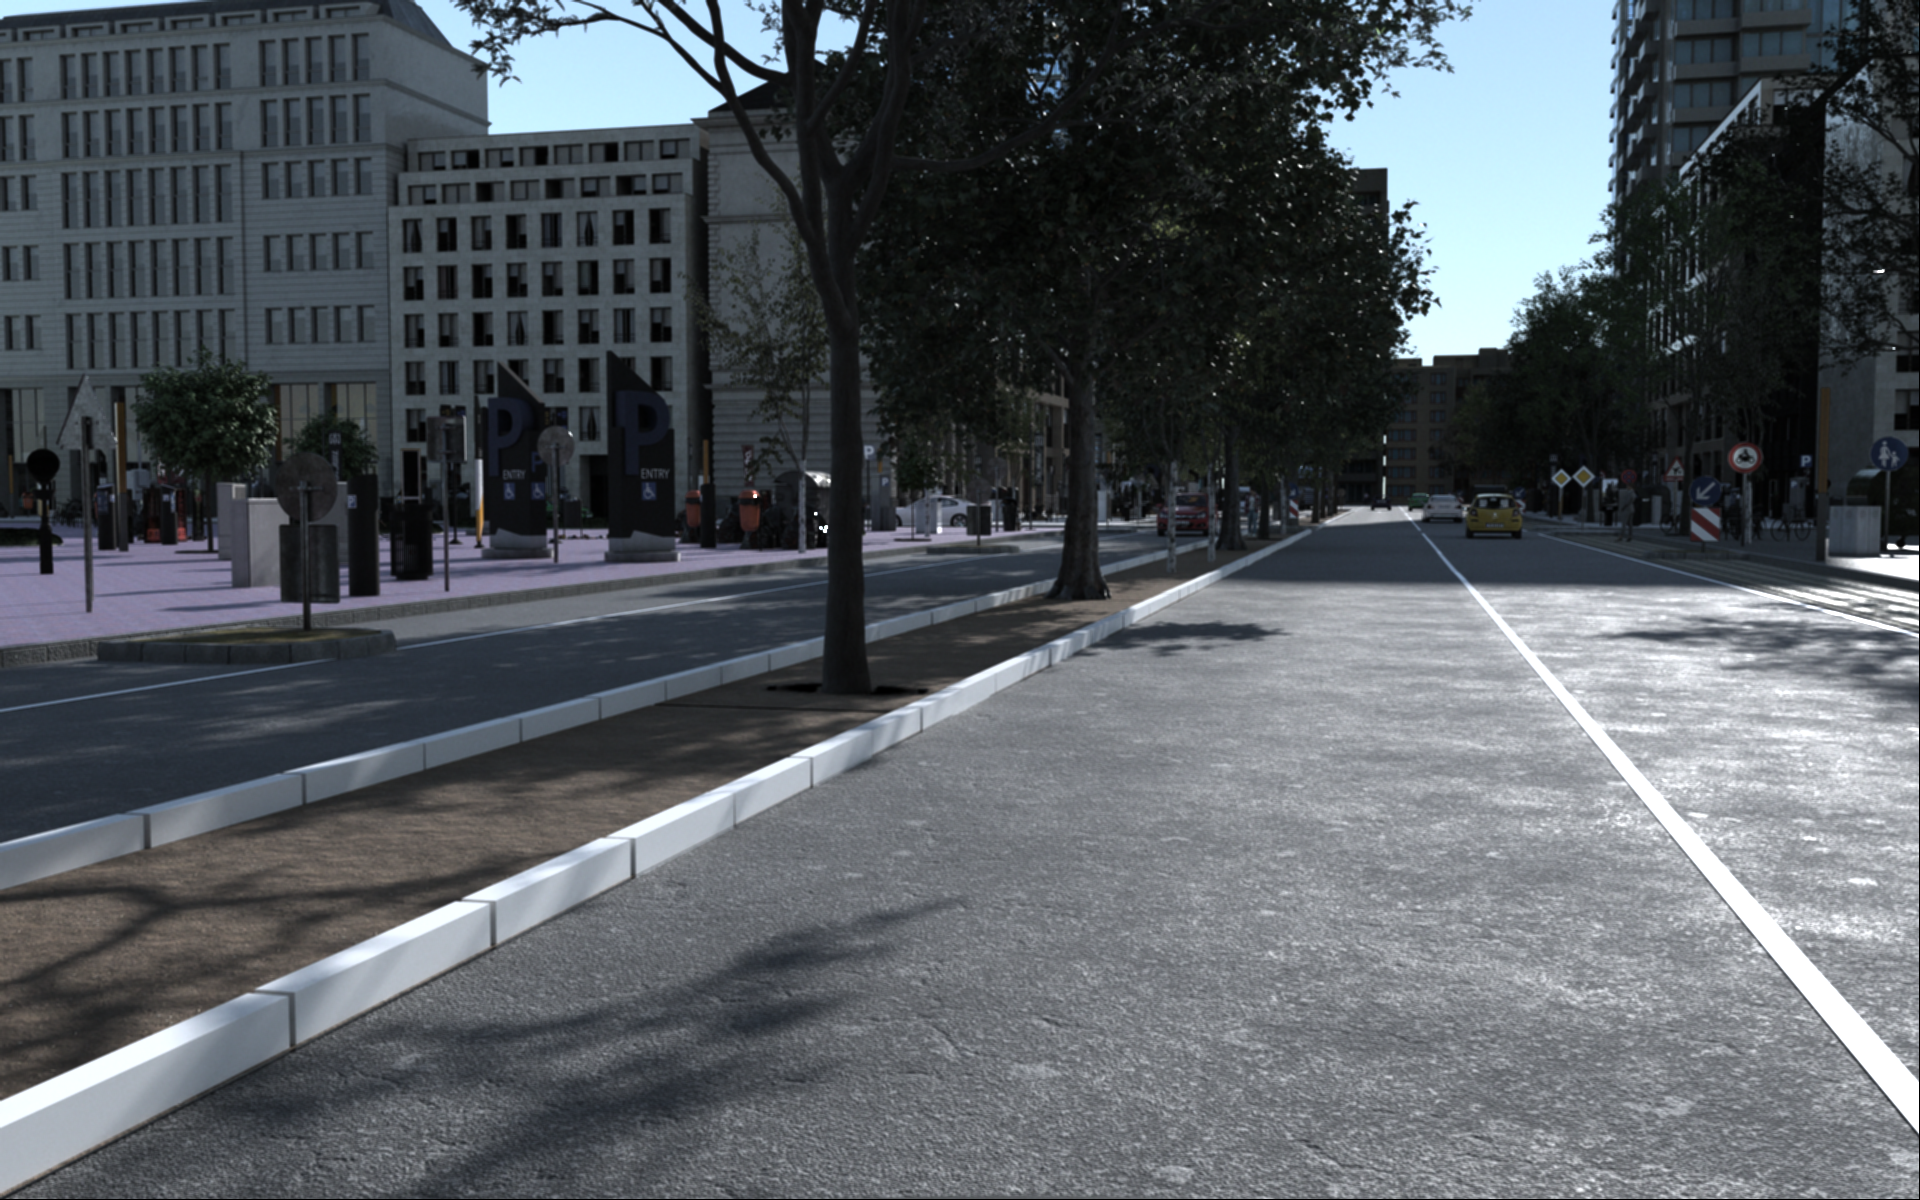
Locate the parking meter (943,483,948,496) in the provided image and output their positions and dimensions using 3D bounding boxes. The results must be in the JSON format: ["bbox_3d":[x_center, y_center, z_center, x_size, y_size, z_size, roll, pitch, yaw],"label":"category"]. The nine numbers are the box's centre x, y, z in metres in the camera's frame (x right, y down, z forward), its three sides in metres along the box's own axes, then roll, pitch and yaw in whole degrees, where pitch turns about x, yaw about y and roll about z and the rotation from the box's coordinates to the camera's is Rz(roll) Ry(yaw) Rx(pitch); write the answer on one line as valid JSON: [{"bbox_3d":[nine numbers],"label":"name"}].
[{"bbox_3d":[-0.857,-5.214,90.962,0.399,1.863,0.255,3,5,44],"label":"parking meter"}]

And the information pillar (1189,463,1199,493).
[{"bbox_3d":[17.688,-8.481,130.020,0.504,3.616,0.183,0,4,1],"label":"information pillar"}]

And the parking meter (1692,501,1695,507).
[{"bbox_3d":[36.569,-4.782,86.592,0.372,1.533,0.369,0,3,0],"label":"parking meter"}]

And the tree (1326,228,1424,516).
[{"bbox_3d":[22.633,-15.456,111.053,12.611,20.169,13.585,0,3,0],"label":"tree"}]

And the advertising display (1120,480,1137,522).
[{"bbox_3d":[7.809,-4.630,80.909,0.123,1.923,0.974,-2,4,-28],"label":"advertising display"}]

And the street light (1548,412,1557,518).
[{"bbox_3d":[32.107,-7.407,93.886,0.468,5.910,1.993,1,4,14],"label":"street light"}]

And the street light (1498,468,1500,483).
[{"bbox_3d":[43.554,-10.223,139.926,0.468,5.910,1.993,1,4,14],"label":"street light"}]

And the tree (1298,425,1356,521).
[{"bbox_3d":[19.088,-8.516,92.052,4.360,8.622,3.978,0,3,0],"label":"tree"}]

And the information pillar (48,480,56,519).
[{"bbox_3d":[-46.795,-5.182,89.221,0.304,2.012,0.304,0,4,-1],"label":"information pillar"}]

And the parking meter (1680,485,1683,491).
[{"bbox_3d":[45.252,-6.280,108.383,0.255,1.863,0.399,0,4,5],"label":"parking meter"}]

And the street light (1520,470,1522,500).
[{"bbox_3d":[37.952,-8.830,117.163,0.468,5.910,1.993,1,4,14],"label":"street light"}]

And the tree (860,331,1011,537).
[{"bbox_3d":[-0.961,-6.170,51.235,4.737,8.622,4.395,0,3,0],"label":"tree"}]

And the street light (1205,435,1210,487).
[{"bbox_3d":[16.824,-8.881,117.997,0.468,5.910,1.993,1,4,14],"label":"street light"}]

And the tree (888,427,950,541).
[{"bbox_3d":[-1.309,-3.222,47.277,1.663,3.219,1.824,0,3,0],"label":"tree"}]

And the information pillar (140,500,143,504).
[{"bbox_3d":[-34.041,-4.150,72.343,0.304,2.012,0.304,-3,4,-37],"label":"information pillar"}]

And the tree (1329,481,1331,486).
[{"bbox_3d":[11.411,-6.598,60.700,4.737,8.622,4.395,0,3,0],"label":"tree"}]

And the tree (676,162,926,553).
[{"bbox_3d":[-3.655,-5.332,37.534,4.360,8.622,3.978,0,3,0],"label":"tree"}]

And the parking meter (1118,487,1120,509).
[{"bbox_3d":[13.691,-8.703,148.000,0.255,1.863,0.399,3,4,37],"label":"parking meter"}]

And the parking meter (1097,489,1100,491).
[{"bbox_3d":[6.907,-4.674,84.828,0.372,1.533,0.369,0,3,0],"label":"parking meter"}]

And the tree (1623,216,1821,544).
[{"bbox_3d":[20.216,-5.769,44.684,4.360,8.622,3.978,0,3,0],"label":"tree"}]

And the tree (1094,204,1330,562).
[{"bbox_3d":[5.260,-5.077,35.827,4.737,8.622,4.395,0,3,0],"label":"tree"}]

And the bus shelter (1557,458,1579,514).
[{"bbox_3d":[39.056,-7.355,111.539,1.731,3.624,6.357,1,4,14],"label":"bus shelter"}]

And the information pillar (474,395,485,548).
[{"bbox_3d":[-11.457,-3.051,41.243,0.183,3.616,0.504,0,4,-5],"label":"information pillar"}]

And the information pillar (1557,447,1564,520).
[{"bbox_3d":[30.130,-5.837,86.785,0.183,3.616,0.504,2,4,32],"label":"information pillar"}]

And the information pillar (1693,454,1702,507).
[{"bbox_3d":[42.725,-6.670,100.406,0.504,3.616,0.183,-1,4,-14],"label":"information pillar"}]

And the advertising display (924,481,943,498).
[{"bbox_3d":[-1.244,-4.669,81.558,0.974,1.923,0.123,-2,4,-25],"label":"advertising display"}]

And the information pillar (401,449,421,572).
[{"bbox_3d":[-8.941,-1.453,28.249,0.304,2.012,0.304,-1,4,-16],"label":"information pillar"}]

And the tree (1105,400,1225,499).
[{"bbox_3d":[11.987,-11.244,101.966,7.486,12.596,7.792,0,3,0],"label":"tree"}]

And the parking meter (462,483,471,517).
[{"bbox_3d":[-25.232,-5.060,88.447,0.255,1.863,0.399,3,4,38],"label":"parking meter"}]

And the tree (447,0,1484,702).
[{"bbox_3d":[-0.823,-6.060,11.900,12.009,13.543,11.850,0,3,0],"label":"tree"}]

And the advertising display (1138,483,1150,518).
[{"bbox_3d":[9.835,-5.370,93.019,0.974,1.923,0.123,-3,4,-38],"label":"advertising display"}]

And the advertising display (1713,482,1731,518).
[{"bbox_3d":[41.479,-5.448,94.288,0.974,1.923,0.123,0,4,-5],"label":"advertising display"}]

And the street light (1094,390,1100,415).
[{"bbox_3d":[5.525,-6.098,72.495,0.468,5.910,1.993,1,4,14],"label":"street light"}]

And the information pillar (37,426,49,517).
[{"bbox_3d":[-31.458,-4.163,59.418,0.504,3.616,0.183,2,4,32],"label":"information pillar"}]

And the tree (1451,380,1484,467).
[{"bbox_3d":[28.366,-9.295,77.723,9.928,11.665,9.643,0,3,0],"label":"tree"}]

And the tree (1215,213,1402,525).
[{"bbox_3d":[14.134,-10.058,73.560,9.857,13.997,8.962,0,3,0],"label":"tree"}]

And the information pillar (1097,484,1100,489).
[{"bbox_3d":[10.123,-7.567,128.215,0.304,2.012,0.304,-1,4,-14],"label":"information pillar"}]

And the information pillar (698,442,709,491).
[{"bbox_3d":[-11.398,-5.249,77.168,0.504,3.616,0.183,-1,4,-21],"label":"information pillar"}]

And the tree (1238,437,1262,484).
[{"bbox_3d":[19.918,-13.265,135.017,7.486,12.596,7.792,0,3,0],"label":"tree"}]

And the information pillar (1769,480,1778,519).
[{"bbox_3d":[41.784,-5.167,88.971,0.304,2.012,0.304,3,5,41],"label":"information pillar"}]

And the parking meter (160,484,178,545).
[{"bbox_3d":[-20.027,-2.168,43.855,0.372,1.533,0.369,0,3,0],"label":"parking meter"}]

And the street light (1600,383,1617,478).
[{"bbox_3d":[26.427,-5.989,70.713,0.468,5.910,1.993,1,4,14],"label":"street light"}]

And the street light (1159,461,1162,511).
[{"bbox_3d":[11.047,-7.492,95.277,0.468,5.910,1.993,1,4,14],"label":"street light"}]

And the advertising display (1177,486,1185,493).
[{"bbox_3d":[18.449,-8.553,145.048,0.974,1.923,0.123,2,4,24],"label":"advertising display"}]

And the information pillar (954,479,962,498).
[{"bbox_3d":[-0.098,-4.903,84.649,0.304,2.012,0.304,1,4,22],"label":"information pillar"}]

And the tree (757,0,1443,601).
[{"bbox_3d":[1.684,-6.363,23.508,9.611,12.733,9.660,0,3,0],"label":"tree"}]

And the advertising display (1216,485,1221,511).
[{"bbox_3d":[19.149,-7.528,128.299,0.123,1.923,0.974,-1,4,-10],"label":"advertising display"}]

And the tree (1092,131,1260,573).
[{"bbox_3d":[3.876,-4.805,31.390,4.360,8.622,3.978,0,3,0],"label":"tree"}]

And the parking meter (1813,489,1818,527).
[{"bbox_3d":[33.652,-3.635,67.851,0.372,1.533,0.369,0,3,0],"label":"parking meter"}]

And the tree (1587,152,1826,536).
[{"bbox_3d":[22.336,-7.759,52.621,9.928,11.665,9.643,0,3,0],"label":"tree"}]

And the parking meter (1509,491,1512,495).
[{"bbox_3d":[42.010,-7.554,131.926,0.372,1.533,0.369,0,3,0],"label":"parking meter"}]

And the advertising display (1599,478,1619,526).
[{"bbox_3d":[25.895,-3.908,69.116,0.974,1.923,0.123,-2,4,-28],"label":"advertising display"}]

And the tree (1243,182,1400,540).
[{"bbox_3d":[9.530,-7.659,53.430,9.928,11.665,9.643,0,3,0],"label":"tree"}]

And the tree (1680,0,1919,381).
[{"bbox_3d":[16.014,-5.653,26.841,8.767,10.594,7.601,0,4,6],"label":"tree"}]

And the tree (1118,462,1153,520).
[{"bbox_3d":[8.716,-5.534,85.090,1.663,3.219,1.824,0,3,0],"label":"tree"}]

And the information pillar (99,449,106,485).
[{"bbox_3d":[-43.492,-5.901,87.841,0.183,3.616,0.504,1,4,10],"label":"information pillar"}]

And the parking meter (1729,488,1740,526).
[{"bbox_3d":[30.766,-3.692,68.776,0.372,1.533,0.369,0,3,0],"label":"parking meter"}]
